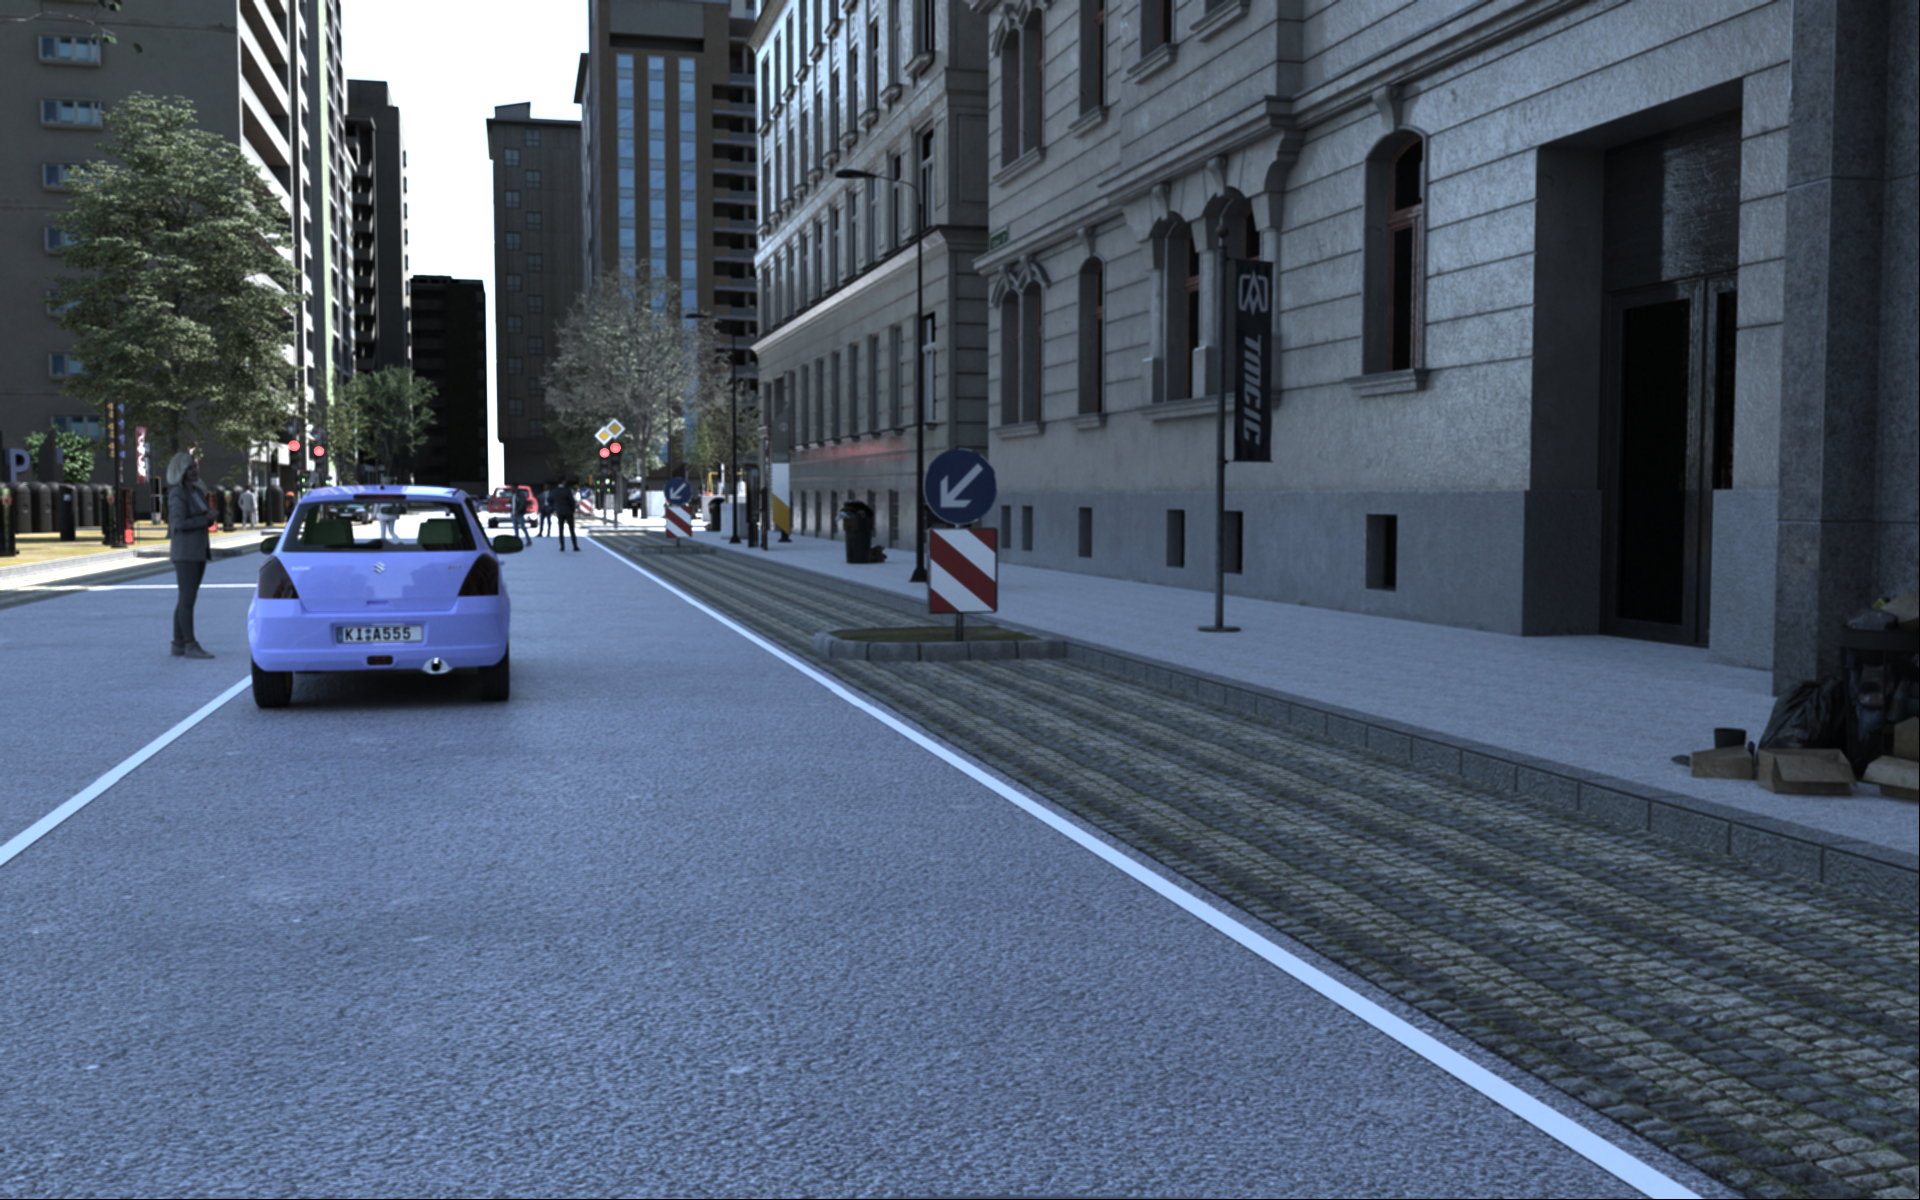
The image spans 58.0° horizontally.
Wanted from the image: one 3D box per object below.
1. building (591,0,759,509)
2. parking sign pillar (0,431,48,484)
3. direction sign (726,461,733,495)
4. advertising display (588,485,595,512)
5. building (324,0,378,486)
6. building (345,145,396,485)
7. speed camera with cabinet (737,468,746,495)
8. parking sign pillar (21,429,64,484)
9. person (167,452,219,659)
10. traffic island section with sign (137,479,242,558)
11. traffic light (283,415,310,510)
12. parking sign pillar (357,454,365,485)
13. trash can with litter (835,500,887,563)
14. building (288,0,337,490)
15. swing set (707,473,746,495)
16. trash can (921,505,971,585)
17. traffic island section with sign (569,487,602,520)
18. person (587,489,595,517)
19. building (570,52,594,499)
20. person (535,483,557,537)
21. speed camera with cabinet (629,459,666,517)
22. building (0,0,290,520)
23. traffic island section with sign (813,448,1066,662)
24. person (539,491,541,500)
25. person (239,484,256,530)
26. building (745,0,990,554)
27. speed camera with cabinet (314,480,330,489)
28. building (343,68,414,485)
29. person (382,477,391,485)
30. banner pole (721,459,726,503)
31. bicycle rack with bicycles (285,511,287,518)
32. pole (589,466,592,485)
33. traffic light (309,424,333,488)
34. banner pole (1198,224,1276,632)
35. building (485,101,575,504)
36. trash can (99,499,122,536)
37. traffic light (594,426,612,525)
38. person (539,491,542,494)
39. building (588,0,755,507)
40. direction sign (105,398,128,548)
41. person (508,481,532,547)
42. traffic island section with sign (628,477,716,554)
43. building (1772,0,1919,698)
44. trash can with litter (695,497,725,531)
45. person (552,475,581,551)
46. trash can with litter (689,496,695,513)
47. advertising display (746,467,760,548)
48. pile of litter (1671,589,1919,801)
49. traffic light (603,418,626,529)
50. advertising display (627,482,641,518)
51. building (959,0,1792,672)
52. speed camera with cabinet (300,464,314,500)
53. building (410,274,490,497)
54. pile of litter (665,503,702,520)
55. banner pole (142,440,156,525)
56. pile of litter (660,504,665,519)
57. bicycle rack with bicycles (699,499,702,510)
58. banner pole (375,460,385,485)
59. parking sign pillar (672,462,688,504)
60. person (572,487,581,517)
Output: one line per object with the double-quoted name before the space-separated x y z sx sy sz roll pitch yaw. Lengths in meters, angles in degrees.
"building" -25.536 -30.916 155.594 14.600 45.320 14.200 -1 4 -14
"parking sign pillar" -40.437 -5.247 74.259 1.447 3.967 1.447 1 4 17
"direction sign" -15.460 -7.635 116.832 0.876 3.537 0.379 2 4 33
"advertising display" -26.011 -7.157 122.230 0.123 1.923 0.974 -2 4 -33
"building" -61.209 -43.354 147.094 20.563 71.187 20.611 -1 4 -14
"building" -72.610 -29.182 169.001 32.217 40.220 23.993 -1 4 -14
"speed camera with cabinet" -16.238 -8.358 130.996 0.660 3.252 2.038 2 4 33
"parking sign pillar" -37.843 -5.115 72.107 1.447 3.967 1.447 3 4 37
"person" -6.740 -0.405 15.300 0.526 1.800 0.537 1 4 9
"traffic island section with sign" -17.605 -1.899 39.673 1.989 1.847 2.006 -1 4 -14
"traffic light" -23.461 -4.422 61.221 0.839 4.253 0.868 -1 4 -14
"parking sign pillar" -40.637 -7.890 117.470 1.447 3.967 1.447 -1 4 -22
"trash can with litter" -1.818 -1.276 32.251 0.624 1.170 1.055 2 4 26
"building" -51.129 -26.589 118.325 14.154 41.232 14.086 -1 4 -14
"swing set" -16.966 -7.969 127.905 3.119 2.851 2.862 -1 4 -21
"trash can" -0.149 -0.715 23.339 0.748 1.137 0.748 0 3 0
"traffic island section with sign" -20.872 -5.334 95.838 1.989 1.847 2.006 -1 4 -14
"person" -20.925 -5.427 98.231 0.512 1.701 0.522 1 4 12
"building" -30.776 -37.773 206.825 28.713 52.752 27.495 -1 4 -14
"person" -13.934 -3.034 58.292 0.721 1.800 0.419 1 4 9
"speed camera with cabinet" -17.558 -6.293 97.219 2.038 3.252 0.660 -3 5 -41
"building" -48.262 -28.655 92.206 21.300 48.544 21.600 -1 4 -14
"traffic island section with sign" -0.283 -0.433 15.709 1.989 1.847 2.006 -1 4 -14
"person" -43.636 -10.425 179.744 0.721 1.735 1.217 0 4 5
"person" -26.173 -3.355 63.632 0.678 1.792 0.850 0 4 -7
"building" 3.236 -13.270 50.248 16.112 22.955 30.059 -1 4 -14
"speed camera with cabinet" -40.041 -7.069 109.910 2.038 3.252 0.660 3 5 44
"building" -74.581 -35.148 198.375 21.600 48.544 21.300 -1 4 -14
"person" -13.453 -1.984 40.813 0.818 1.842 0.514 2 4 30
"banner pole" -16.726 -8.108 122.581 0.401 3.779 0.863 1 4 15
"bicycle rack with bicycles" -33.960 -4.313 83.893 2.925 0.926 2.852 0 4 8
"pole" -27.264 -8.190 127.746 0.158 3.312 0.155 0 3 0
"traffic light" -25.450 -4.895 68.956 0.839 4.253 0.868 -1 4 -14
"banner pole" 2.632 -1.607 16.295 0.863 3.779 0.401 -2 4 -32
"building" -51.570 -39.954 242.485 27.495 52.752 28.713 -1 4 -14
"trash can" -25.642 -2.493 52.419 0.748 1.137 0.748 0 3 0
"traffic light" -14.739 -5.064 71.715 0.839 4.253 0.868 -1 4 -14
"person" -46.205 -11.163 191.035 1.348 1.821 0.705 0 4 -8
"building" -27.167 -38.869 177.509 21.231 58.520 28.212 -1 4 -14
"direction sign" -20.057 -3.010 41.205 0.379 3.537 0.876 0 4 -1
"person" -12.054 -2.348 47.236 0.623 1.781 0.721 2 4 32
"traffic island section with sign" -6.984 -2.030 41.821 1.989 1.847 2.006 -1 4 -14
"building" 13.431 -11.258 2.095 12.078 24.808 19.932 -1 4 -14
"trash can with litter" -8.531 -2.959 59.768 0.624 1.170 1.055 -2 4 -34
"person" -9.950 -2.192 43.695 0.648 1.900 0.474 0 4 5
"trash can with litter" -17.108 -6.215 113.001 1.055 1.170 0.624 -3 5 -39
"advertising display" -4.997 -2.239 41.821 0.123 1.923 0.974 0 4 6
"pile of litter" 4.000 0.392 7.556 1.176 0.858 1.719 -2 4 -24
"traffic light" -12.751 -4.591 63.981 0.839 4.253 0.868 -1 4 -14
"advertising display" -17.745 -5.464 94.556 0.974 1.923 0.123 2 4 30
"building" 9.207 -14.440 23.481 14.401 28.519 23.554 -1 4 -14
"speed camera with cabinet" -42.794 -7.248 112.847 0.660 3.252 2.038 3 4 38
"building" -70.227 -28.090 230.977 14.107 30.474 14.160 -1 4 -14
"pile of litter" -13.534 -4.421 86.242 1.719 0.858 1.176 3 4 36
"banner pole" -33.157 -4.945 70.862 0.863 3.779 0.401 2 4 23
"pile of litter" -14.981 -4.658 90.122 1.176 0.858 1.719 -2 4 -28
"bicycle rack with bicycles" -20.658 -7.809 141.063 2.852 0.926 2.925 0 4 -3
"banner pole" -41.975 -8.274 125.291 0.863 3.779 0.401 0 4 -8
"parking sign pillar" -23.416 -9.569 144.927 1.447 3.967 1.447 2 4 24
"person" -21.974 -5.534 99.075 0.850 1.850 0.679 2 4 27
